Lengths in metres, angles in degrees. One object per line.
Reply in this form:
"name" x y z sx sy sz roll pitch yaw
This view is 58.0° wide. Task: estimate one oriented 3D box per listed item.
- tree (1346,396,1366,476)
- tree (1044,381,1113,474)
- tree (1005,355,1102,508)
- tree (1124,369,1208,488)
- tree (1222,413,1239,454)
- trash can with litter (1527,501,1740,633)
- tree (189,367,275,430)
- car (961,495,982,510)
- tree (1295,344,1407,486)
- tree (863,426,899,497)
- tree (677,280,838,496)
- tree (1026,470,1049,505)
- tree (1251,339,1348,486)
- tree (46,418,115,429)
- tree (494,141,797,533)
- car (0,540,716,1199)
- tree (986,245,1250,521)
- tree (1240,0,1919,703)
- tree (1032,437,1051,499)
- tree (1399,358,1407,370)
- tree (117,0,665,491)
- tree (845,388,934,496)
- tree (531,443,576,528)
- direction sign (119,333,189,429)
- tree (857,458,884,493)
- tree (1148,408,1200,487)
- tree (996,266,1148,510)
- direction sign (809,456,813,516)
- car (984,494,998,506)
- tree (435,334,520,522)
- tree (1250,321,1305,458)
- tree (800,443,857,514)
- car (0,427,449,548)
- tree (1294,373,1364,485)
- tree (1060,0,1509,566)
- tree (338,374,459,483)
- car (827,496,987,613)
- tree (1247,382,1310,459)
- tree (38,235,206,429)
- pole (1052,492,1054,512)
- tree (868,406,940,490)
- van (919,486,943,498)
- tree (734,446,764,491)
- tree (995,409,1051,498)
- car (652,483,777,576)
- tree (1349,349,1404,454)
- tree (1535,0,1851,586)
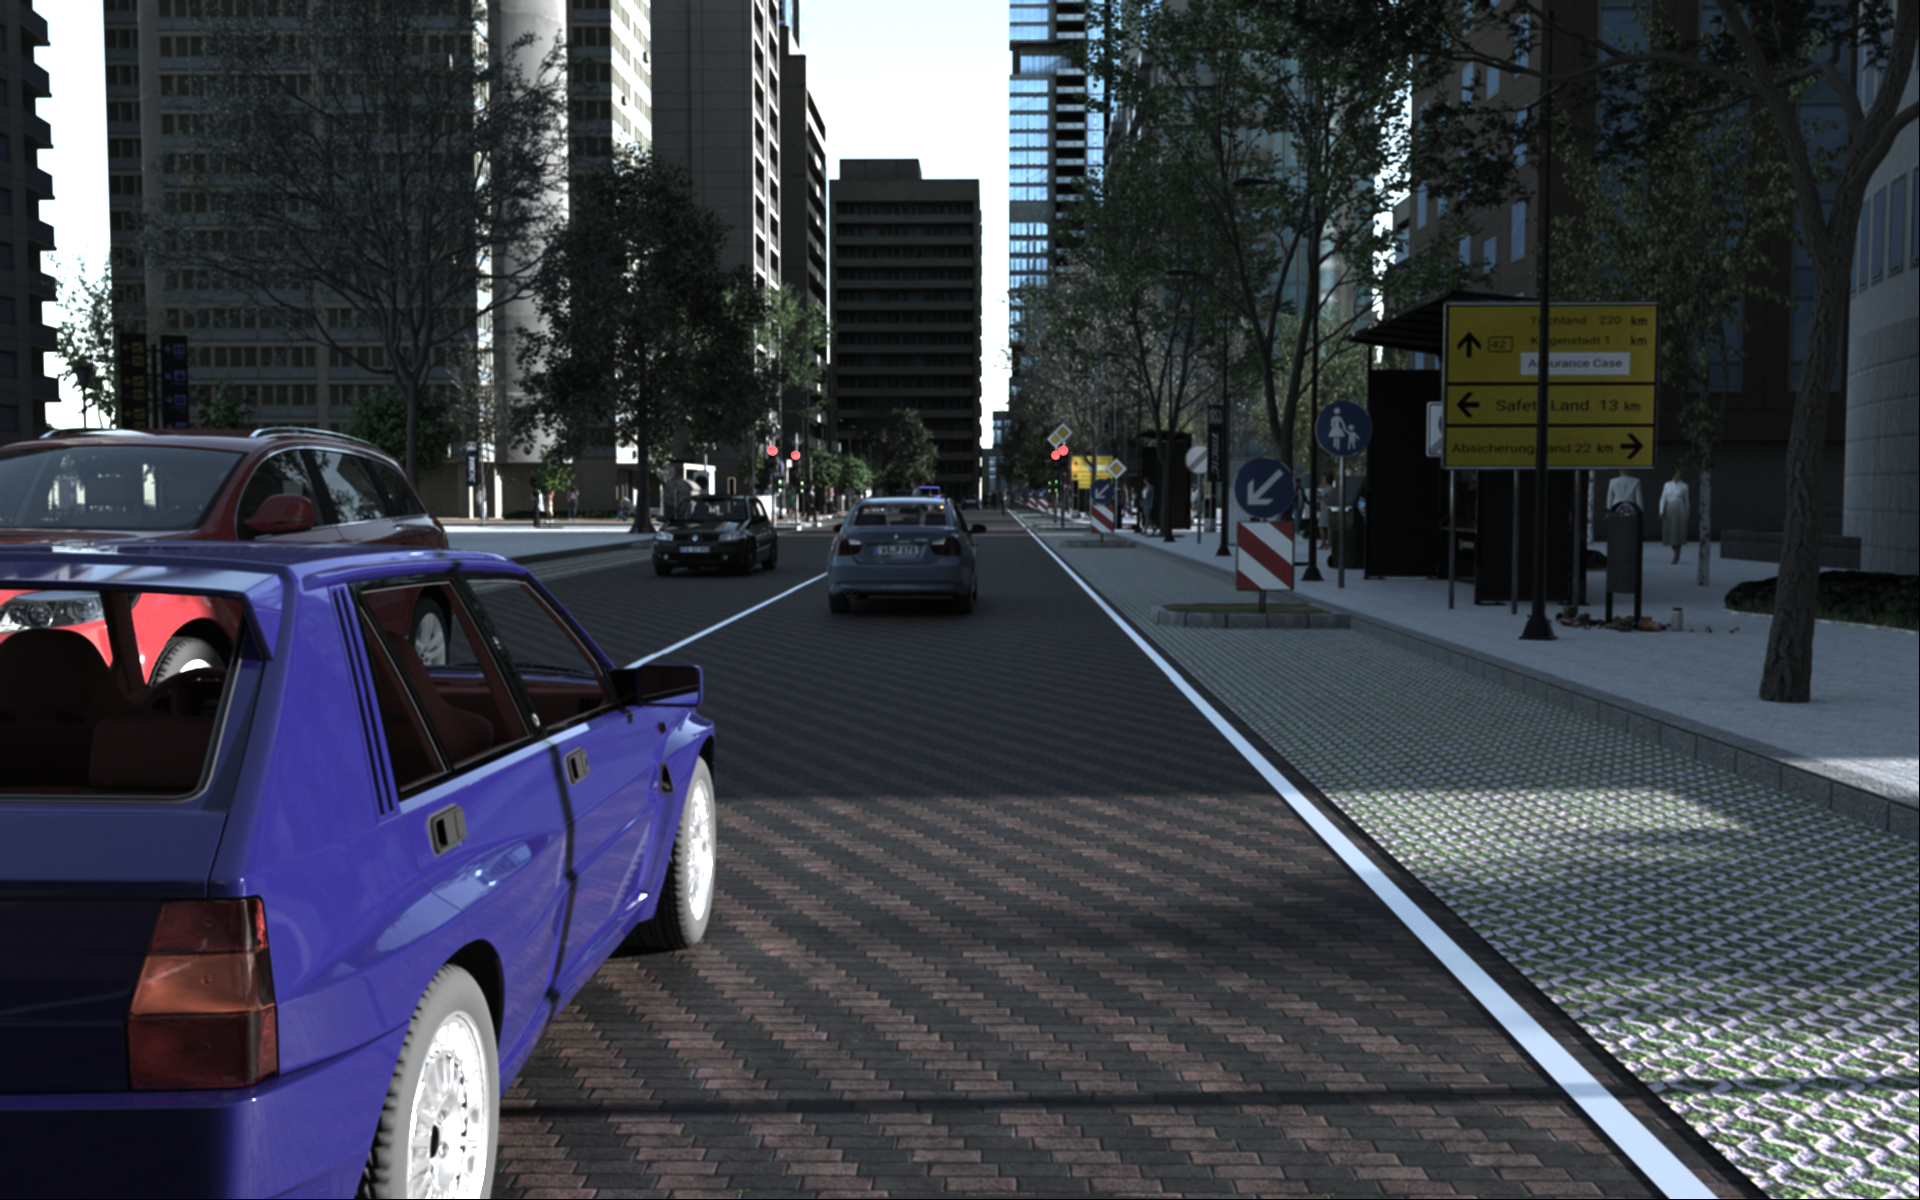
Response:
"tree" 28.297 -10.490 121.870 4.360 8.622 3.978 0 3 0
"tree" 7.995 -10.196 117.068 4.360 8.622 3.978 0 3 0
"tree" 8.740 -15.326 157.237 9.857 13.997 8.962 0 3 0
"tree" 11.592 -9.149 99.948 4.737 8.622 4.395 0 3 0
"tree" 20.500 -11.597 139.977 4.737 8.622 4.395 0 3 0
"trash can with litter" 6.383 -0.360 16.946 1.678 1.210 2.233 -1 4 -10
"tree" -11.176 -1.954 26.547 1.663 3.219 1.824 0 3 0
"car" 1.011 -8.713 155.045 1.945 1.354 3.894 0 4 2
"tree" 29.935 -13.095 131.112 9.611 12.733 9.660 0 3 0
"tree" -8.430 -14.417 186.076 4.360 8.622 3.978 0 3 0
"tree" -9.807 -9.540 81.738 9.928 11.665 9.643 0 3 0
"tree" 9.650 -13.888 210.783 4.285 4.588 4.351 0 3 0
"tree" 15.896 -8.053 82.025 4.737 8.622 4.395 0 3 0
"tree" -64.520 -9.482 117.935 11.467 7.101 20.602 0 4 -1
"tree" -10.326 -8.540 56.636 9.611 12.733 9.660 0 3 0
"car" -1.699 0.504 4.333 1.945 1.354 3.894 0 4 1
"tree" 6.427 -10.621 84.016 12.009 13.543 11.850 0 3 0
"tree" 5.066 -4.630 10.106 8.767 10.594 7.601 0 4 7
"tree" 9.262 -14.684 190.438 4.737 8.622 4.395 0 3 0
"tree" 22.155 -7.995 81.078 4.360 8.622 3.978 0 3 0
"tree" -11.242 -7.635 35.210 12.009 13.543 11.850 0 3 0
"tree" -8.167 -17.637 198.726 12.009 13.543 11.850 0 3 0
"tree" -15.454 -4.305 64.984 1.663 3.219 1.824 0 3 0
"direction sign" -11.447 -1.999 24.679 0.876 3.537 0.379 -2 4 -31
"tree" -8.296 -9.175 133.730 4.285 4.588 4.351 0 3 0
"tree" 15.447 -10.636 124.268 4.360 8.622 3.978 0 3 0
"tree" 9.594 -17.443 141.083 12.611 20.169 13.585 0 3 0
"direction sign" -8.783 -6.732 102.071 0.379 3.537 0.876 0 4 3
"car" 3.762 -12.393 211.418 1.959 1.807 4.718 0 4 2
"tree" -21.885 -7.888 79.333 4.360 8.622 3.978 0 3 0
"tree" 18.339 -12.573 115.946 12.009 13.543 11.850 0 3 0
"tree" -9.134 -7.854 112.119 4.285 4.588 4.351 0 3 0
"car" -4.423 -0.055 9.571 2.281 1.827 5.304 0 4 2
"tree" 31.135 -13.873 144.951 7.486 12.596 7.792 0 3 0
"tree" 5.748 -6.429 30.865 9.928 11.665 9.643 0 3 0
"tree" -15.366 -3.893 47.372 4.285 4.588 4.351 0 3 0
"car" -0.671 -0.621 22.163 2.014 1.417 4.499 0 4 2
"tree" 20.166 -9.612 107.524 4.360 8.622 3.978 0 3 0
"tree" -24.376 -6.091 49.943 4.737 8.622 4.395 0 3 0
"pole" 6.537 -7.839 122.006 0.158 3.312 0.155 0 3 0
"tree" -7.231 -18.625 221.527 9.611 12.733 9.660 0 3 0
"van" -2.446 -8.120 137.150 2.240 2.365 5.245 0 4 -1
"tree" -13.864 -8.278 119.063 4.285 4.588 4.351 0 3 0
"tree" 9.156 -18.955 226.926 9.611 12.733 9.660 0 3 0
"car" -4.446 -1.342 31.731 2.009 1.686 4.222 0 4 3
"tree" 21.542 -8.328 86.532 4.737 8.622 4.395 0 3 0
"tree" 10.194 -4.508 24.073 4.737 8.622 4.395 0 3 0
